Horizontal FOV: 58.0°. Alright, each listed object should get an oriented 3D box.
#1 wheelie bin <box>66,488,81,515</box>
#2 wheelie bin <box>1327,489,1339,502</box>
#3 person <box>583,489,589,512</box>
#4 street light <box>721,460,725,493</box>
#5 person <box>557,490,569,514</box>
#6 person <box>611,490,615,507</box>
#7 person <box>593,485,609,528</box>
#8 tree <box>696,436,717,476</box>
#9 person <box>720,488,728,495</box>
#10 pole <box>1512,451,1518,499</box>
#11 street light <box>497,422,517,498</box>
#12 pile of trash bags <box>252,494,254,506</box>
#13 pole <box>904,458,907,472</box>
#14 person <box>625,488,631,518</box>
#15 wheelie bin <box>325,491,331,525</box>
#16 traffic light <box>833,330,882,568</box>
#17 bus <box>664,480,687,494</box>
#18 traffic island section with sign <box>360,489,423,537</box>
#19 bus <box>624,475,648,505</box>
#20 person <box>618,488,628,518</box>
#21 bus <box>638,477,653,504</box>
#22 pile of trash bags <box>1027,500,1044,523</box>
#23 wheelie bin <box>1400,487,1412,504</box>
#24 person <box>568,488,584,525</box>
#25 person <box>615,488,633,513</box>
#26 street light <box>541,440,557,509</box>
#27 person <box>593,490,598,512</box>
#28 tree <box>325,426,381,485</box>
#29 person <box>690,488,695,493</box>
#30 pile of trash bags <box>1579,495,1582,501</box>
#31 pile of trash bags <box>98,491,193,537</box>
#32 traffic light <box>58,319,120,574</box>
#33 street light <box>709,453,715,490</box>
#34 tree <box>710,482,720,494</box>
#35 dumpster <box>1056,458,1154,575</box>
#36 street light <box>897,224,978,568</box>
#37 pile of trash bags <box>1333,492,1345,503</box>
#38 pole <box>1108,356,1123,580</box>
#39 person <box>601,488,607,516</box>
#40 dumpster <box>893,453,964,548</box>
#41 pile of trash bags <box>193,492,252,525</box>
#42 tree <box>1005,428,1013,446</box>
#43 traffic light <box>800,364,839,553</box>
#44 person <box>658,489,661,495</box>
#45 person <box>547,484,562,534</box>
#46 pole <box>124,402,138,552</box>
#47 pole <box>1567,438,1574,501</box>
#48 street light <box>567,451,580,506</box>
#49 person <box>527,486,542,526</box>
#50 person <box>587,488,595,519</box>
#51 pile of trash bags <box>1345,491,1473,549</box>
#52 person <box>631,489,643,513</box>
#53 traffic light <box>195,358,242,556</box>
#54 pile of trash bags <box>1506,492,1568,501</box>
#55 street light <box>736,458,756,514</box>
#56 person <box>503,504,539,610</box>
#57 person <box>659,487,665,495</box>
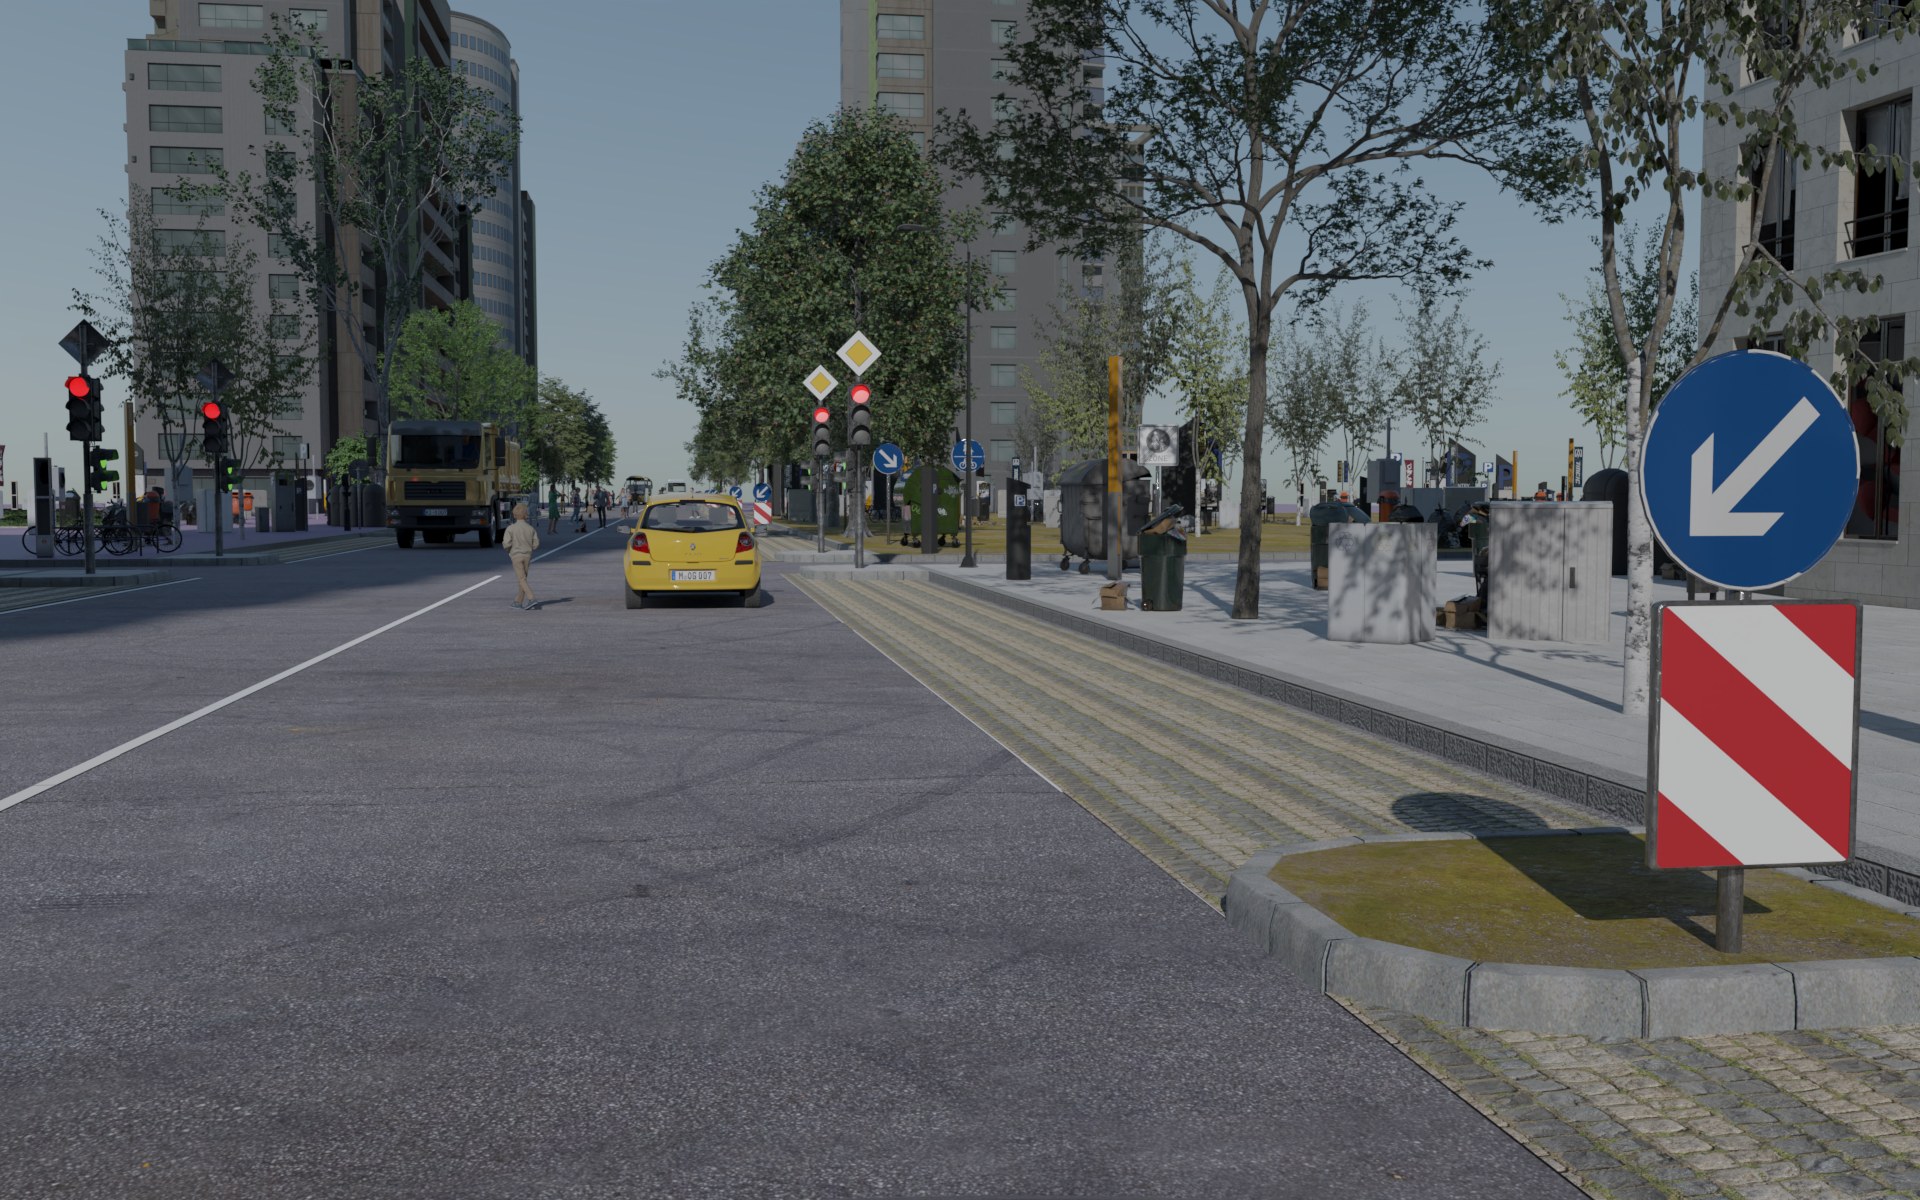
[{"bbox_3d":[-43.427,-4.706,84.848,0.693,1.594,0.980,-2,4,-25],"label":"wheelie bin"},{"bbox_3d":[23.921,-6.324,111.301,0.980,1.594,0.693,-1,4,-12],"label":"wheelie bin"},{"bbox_3d":[-30.259,-8.058,140.381,0.705,1.807,1.348,1,4,9],"label":"person"},{"bbox_3d":[-20.039,-10.903,150.802,1.470,5.913,1.316,-1,4,-9],"label":"street light"},{"bbox_3d":[-28.095,-6.929,122.306,1.217,1.766,0.721,1,4,23],"label":"person"},{"bbox_3d":[-37.018,-10.759,184.278,0.599,1.838,0.709,-2,4,-28],"label":"person"},{"bbox_3d":[-15.161,-3.946,73.195,0.592,1.802,0.473,1,4,20],"label":"person"},{"bbox_3d":[-35.847,-20.247,256.789,9.928,11.665,9.643,0,3,0],"label":"tree"},{"bbox_3d":[-12.478,-5.074,91.939,0.782,1.767,0.515,1,4,14],"label":"person"},{"bbox_3d":[26.089,-5.359,81.471,0.158,3.312,0.155,0,3,0],"label":"pole"},{"bbox_3d":[-29.142,-8.486,111.284,1.470,5.913,1.316,-1,4,-9],"label":"street light"},{"bbox_3d":[-36.257,-4.574,84.537,3.447,1.369,1.912,-3,4,-38],"label":"pile of trash bags"},{"bbox_3d":[-2.828,-5.879,89.972,0.158,3.312,0.155,0,3,0],"label":"pole"},{"bbox_3d":[-20.218,-5.909,105.454,0.374,1.781,0.599,2,4,35],"label":"person"},{"bbox_3d":[-25.633,-3.860,71.019,0.693,1.594,0.980,-1,4,-14],"label":"wheelie bin"},{"bbox_3d":[-1.759,-2.502,29.823,0.839,4.253,0.868,-1,4,-9],"label":"traffic light"},{"bbox_3d":[-37.332,-14.211,227.208,2.948,3.499,13.247,-1,4,-11],"label":"bus"},{"bbox_3d":[-19.032,-3.041,58.341,1.989,1.847,2.006,-1,4,-9],"label":"traffic island section with sign"},{"bbox_3d":[-43.251,-14.705,231.965,2.896,3.916,12.252,-1,4,-8],"label":"bus"},{"bbox_3d":[-20.249,-5.829,103.896,0.616,1.811,0.778,-2,4,-34],"label":"person"},{"bbox_3d":[-45.576,-15.754,249.124,2.896,3.916,12.252,-1,4,-9],"label":"bus"},{"bbox_3d":[3.975,-4.210,78.585,3.447,1.369,1.912,3,5,42],"label":"pile of trash bags"},{"bbox_3d":[20.290,-4.349,79.021,0.980,1.594,0.693,0,4,-3],"label":"wheelie bin"},{"bbox_3d":[-17.617,-4.291,79.497,0.643,1.720,0.563,1,4,11],"label":"person"},{"bbox_3d":[-25.142,-7.424,129.520,1.348,1.869,0.705,-2,4,-25],"label":"person"},{"bbox_3d":[-35.121,-10.733,148.024,1.470,5.913,1.316,-1,4,-9],"label":"street light"},{"bbox_3d":[-28.517,-7.740,135.585,0.617,1.759,0.750,-1,4,-10],"label":"person"},{"bbox_3d":[-28.914,-6.119,83.765,4.285,4.588,4.351,0,3,0],"label":"tree"},{"bbox_3d":[-15.784,-5.778,102.994,0.620,1.820,0.660,-3,5,-44],"label":"person"},{"bbox_3d":[42.517,-6.650,118.484,3.447,1.369,1.912,2,4,32],"label":"pile of trash bags"},{"bbox_3d":[-25.058,-2.643,52.969,1.912,1.369,3.447,-3,4,-39],"label":"pile of trash bags"},{"bbox_3d":[-14.005,-2.379,27.810,0.839,4.253,0.868,-1,4,-9],"label":"traffic light"},{"bbox_3d":[-27.545,-13.682,196.242,1.470,5.913,1.316,-1,4,-9],"label":"street light"},{"bbox_3d":[-34.248,-15.296,244.687,1.663,3.219,1.824,0,3,0],"label":"tree"},{"bbox_3d":[2.367,-1.377,28.277,1.264,1.857,1.865,-1,4,-9],"label":"dumpster"},{"bbox_3d":[-0.385,-3.516,30.035,1.470,5.913,1.316,-1,4,-9],"label":"street light"},{"bbox_3d":[21.187,-5.213,94.988,1.912,1.369,3.447,1,4,16],"label":"pile of trash bags"},{"bbox_3d":[2.309,-1.951,25.738,0.158,3.312,0.155,0,3,0],"label":"pole"},{"bbox_3d":[-22.811,-6.235,110.650,0.583,1.804,0.606,0,4,-3],"label":"person"},{"bbox_3d":[-0.749,-2.402,41.763,1.502,2.255,1.985,-1,4,-9],"label":"dumpster"},{"bbox_3d":[-31.325,-3.769,71.382,3.447,1.369,1.912,-1,4,-11],"label":"pile of trash bags"},{"bbox_3d":[5.062,-9.857,111.520,4.360,8.622,3.978,0,3,0],"label":"tree"},{"bbox_3d":[-3.049,-2.984,37.704,0.839,4.253,0.868,-1,4,-9],"label":"traffic light"},{"bbox_3d":[-25.713,-8.551,148.310,1.348,1.824,0.705,2,4,35],"label":"person"},{"bbox_3d":[-14.533,-3.245,61.798,0.600,1.795,0.529,3,5,43],"label":"person"},{"bbox_3d":[-18.429,-2.730,38.481,0.158,3.312,0.155,0,3,0],"label":"pole"},{"bbox_3d":[22.284,-4.244,63.227,0.158,3.312,0.155,0,3,0],"label":"pole"},{"bbox_3d":[-41.295,-12.987,184.882,1.470,5.913,1.316,-1,4,-9],"label":"street light"},{"bbox_3d":[-18.896,-4.146,76.632,0.694,1.780,0.624,-2,4,-28],"label":"person"},{"bbox_3d":[-20.824,-5.416,97.538,0.515,1.767,0.782,0,4,1],"label":"person"},{"bbox_3d":[11.297,-1.998,42.426,1.912,1.369,3.447,-1,4,-21],"label":"pile of trash bags"},{"bbox_3d":[-24.107,-7.337,128.476,1.348,1.822,0.705,-2,4,-33],"label":"person"},{"bbox_3d":[-15.295,-2.861,35.690,0.839,4.253,0.868,-1,4,-9],"label":"traffic light"},{"bbox_3d":[24.599,-3.993,75.030,1.912,1.369,3.447,0,4,-3],"label":"pile of trash bags"},{"bbox_3d":[-13.990,-8.636,113.734,1.470,5.913,1.316,-1,4,-9],"label":"street light"},{"bbox_3d":[-5.446,-0.531,21.456,0.640,1.303,0.475,3,4,37],"label":"person"},{"bbox_3d":[-14.586,-4.637,84.669,0.624,1.780,0.694,-3,5,-41],"label":"person"}]
